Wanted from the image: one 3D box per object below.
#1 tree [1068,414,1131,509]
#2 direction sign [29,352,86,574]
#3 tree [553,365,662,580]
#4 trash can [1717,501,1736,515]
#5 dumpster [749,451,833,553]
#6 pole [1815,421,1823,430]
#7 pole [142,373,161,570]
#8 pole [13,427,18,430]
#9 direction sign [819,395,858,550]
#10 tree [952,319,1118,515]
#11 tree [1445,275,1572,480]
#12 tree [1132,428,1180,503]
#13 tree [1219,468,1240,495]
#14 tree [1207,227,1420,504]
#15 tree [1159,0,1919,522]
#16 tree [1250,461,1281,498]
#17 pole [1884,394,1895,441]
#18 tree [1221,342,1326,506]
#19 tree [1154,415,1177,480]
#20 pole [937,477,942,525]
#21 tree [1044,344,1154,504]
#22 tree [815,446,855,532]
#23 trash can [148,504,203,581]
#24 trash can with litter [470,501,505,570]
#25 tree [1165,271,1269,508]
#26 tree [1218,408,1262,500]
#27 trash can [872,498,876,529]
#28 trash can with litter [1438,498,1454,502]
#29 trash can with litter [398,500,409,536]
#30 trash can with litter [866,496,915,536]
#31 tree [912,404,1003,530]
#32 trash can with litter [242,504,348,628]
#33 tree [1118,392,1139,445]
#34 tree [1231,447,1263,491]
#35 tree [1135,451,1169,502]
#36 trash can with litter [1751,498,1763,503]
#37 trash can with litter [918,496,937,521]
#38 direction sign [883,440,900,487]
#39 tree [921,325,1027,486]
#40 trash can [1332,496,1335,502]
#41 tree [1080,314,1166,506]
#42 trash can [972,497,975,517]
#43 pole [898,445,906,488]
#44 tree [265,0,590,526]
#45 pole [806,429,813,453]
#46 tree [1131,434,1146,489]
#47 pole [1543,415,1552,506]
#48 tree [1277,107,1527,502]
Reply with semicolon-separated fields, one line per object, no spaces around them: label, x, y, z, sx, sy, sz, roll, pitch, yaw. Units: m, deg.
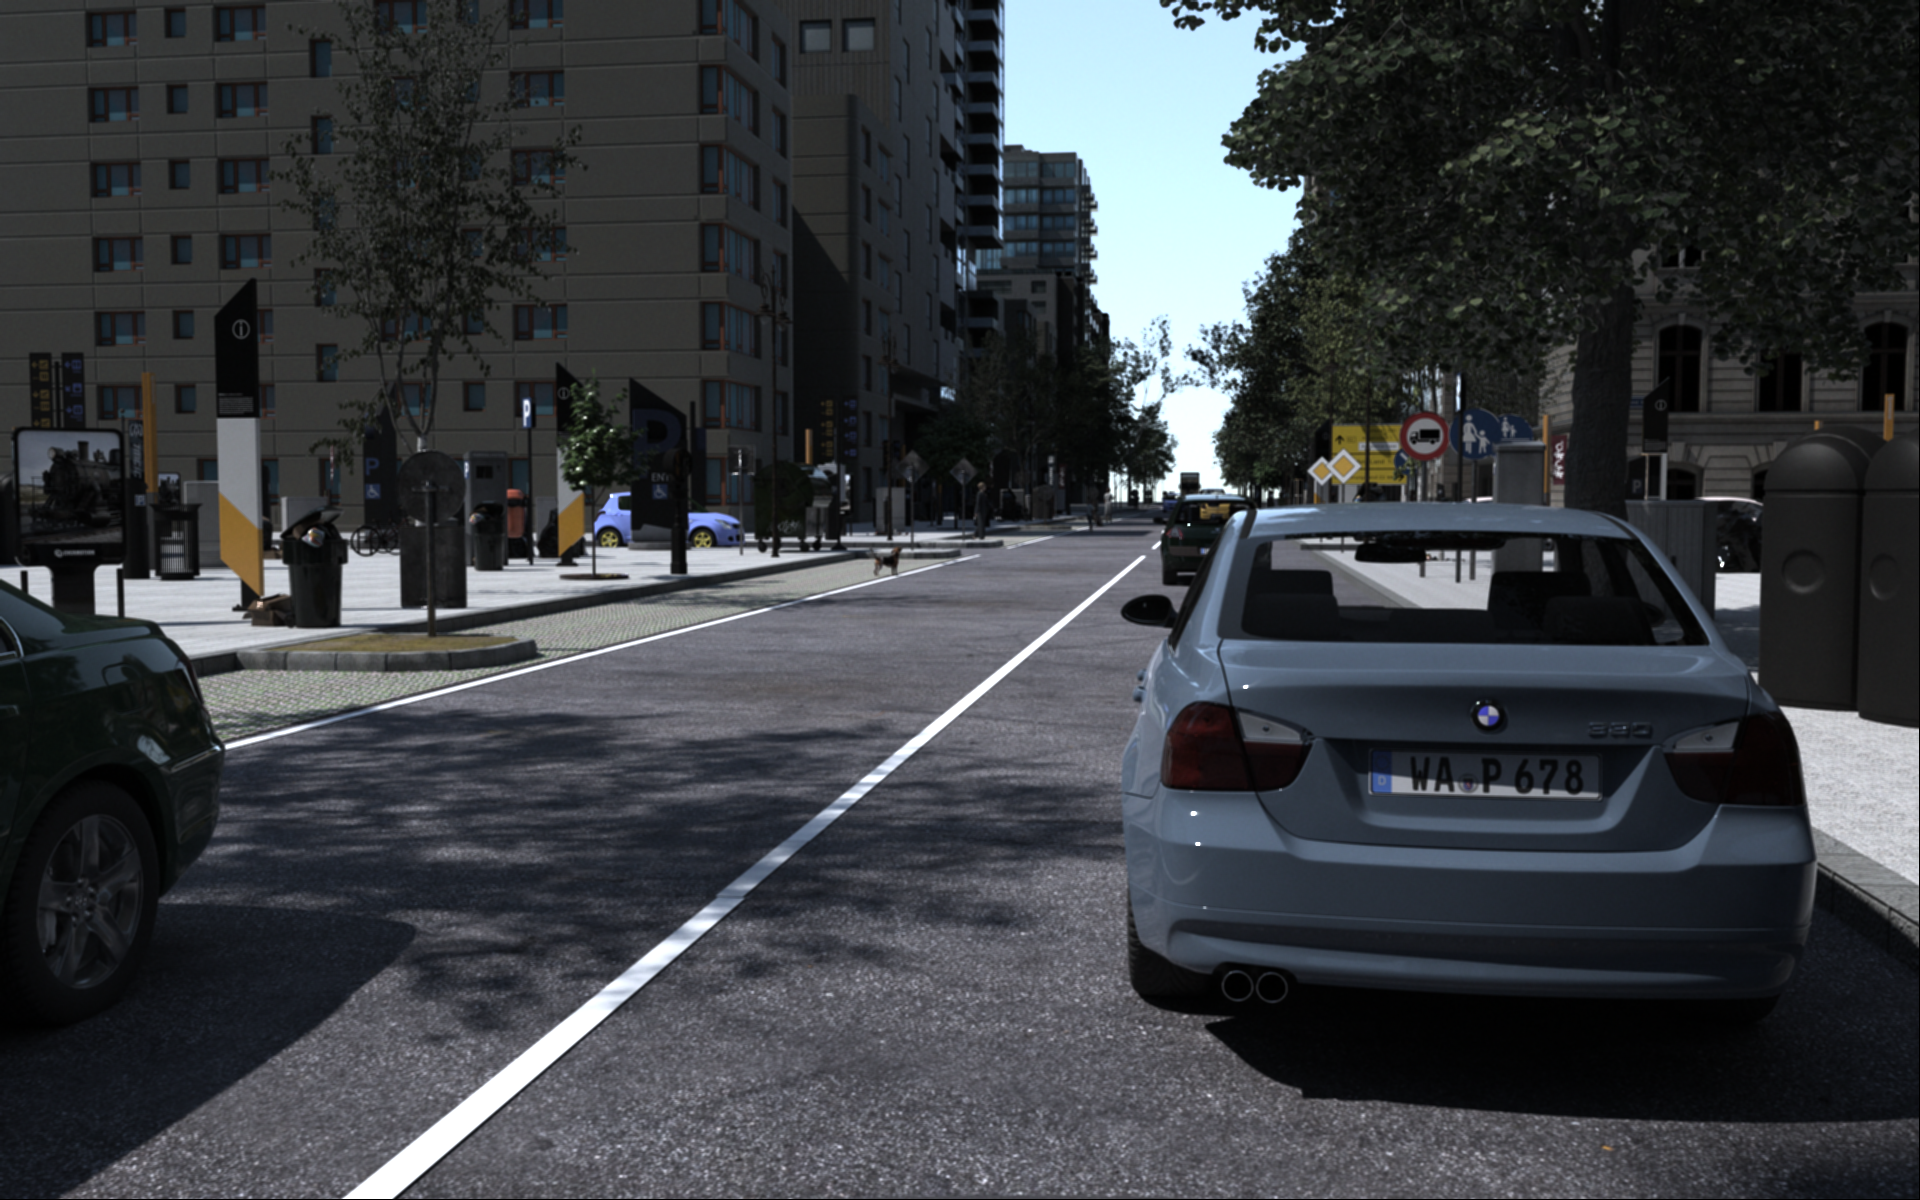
tree;10.777;-11.591;139.882;4.737;8.622;4.395;0;3;0
direction sign;-14.450;-2.190;27.802;0.876;3.537;0.379;0;4;3
tree;-5.557;-1.924;26.065;1.663;3.219;1.824;0;3;0
trash can;16.050;-1.537;36.776;0.748;1.137;0.748;0;3;0
dumpster;-3.776;-2.209;38.619;1.502;2.255;1.985;1;4;8
pole;23.870;-3.326;48.226;0.158;3.312;0.155;0;3;0
pole;-13.630;-2.162;29.189;0.158;3.312;0.155;0;3;0
pole;-28.684;-3.601;52.720;0.158;3.312;0.155;0;3;0
direction sign;-2.786;-2.921;39.756;0.876;3.537;0.379;0;4;3
tree;3.492;-9.602;91.405;8.767;10.594;7.601;1;4;10
tree;17.197;-6.393;54.881;4.360;8.622;3.978;0;3;0
tree;29.346;-20.649;263.368;9.928;11.665;9.643;0;3;0
tree;43.986;-21.530;270.140;7.486;12.596;7.792;0;3;0
tree;15.069;-9.565;73.401;9.611;12.733;9.660;0;3;0
tree;5.375;-6.589;14.386;9.857;13.997;8.962;0;3;0
tree;23.523;-8.987;130.643;4.285;4.588;4.351;0;3;0
pole;18.947;-2.541;35.394;0.158;3.312;0.155;0;3;0
tree;19.407;-10.420;104.784;8.767;10.594;7.601;3;4;37
tree;23.677;-18.501;220.622;7.486;12.596;7.792;0;3;0
pole;-0.849;-4.725;71.091;0.158;3.312;0.155;0;3;0
tree;9.954;-13.055;131.575;7.486;12.596;7.792;0;3;0
tree;-4.600;-3.965;59.433;1.663;3.219;1.824;0;3;0
trash can;-11.692;-0.868;25.851;0.748;1.137;0.748;0;3;0
trash can with litter;-8.035;-1.089;29.198;0.624;1.170;1.055;-2;4;-26
tree;25.076;-17.978;149.832;12.611;20.169;13.585;0;3;0
tree;31.493;-15.864;185.128;9.928;11.665;9.643;0;3;0
trash can;-2.887;-3.185;63.733;0.748;1.137;0.748;0;3;0
trash can with litter;13.545;-2.303;49.038;0.624;1.170;1.055;-1;4;-11
trash can with litter;-16.482;-2.376;50.234;0.624;1.170;1.055;3;5;42
trash can with litter;-2.091;-2.641;54.235;1.678;1.210;2.233;1;4;8
tree;-0.076;-4.847;62.969;4.285;4.588;4.351;0;3;0
trash can with litter;-6.456;-0.327;16.727;1.055;1.170;0.624;1;4;18
tree;6.615;-10.445;105.186;8.767;10.594;7.601;0;4;-2
tree;23.955;-11.612;140.222;4.360;8.622;3.978;0;3;0
tree;30.655;-19.594;270.718;4.360;8.622;3.978;0;3;0
trash can with litter;20.775;-2.023;44.458;0.624;1.170;1.055;-2;4;-28
trash can with litter;-1.477;-4.304;81.761;0.624;1.170;1.055;3;5;40
direction sign;-2.871;-4.937;72.717;0.876;3.537;0.379;-3;5;-41
tree;0.767;-7.631;75.135;4.360;8.622;3.978;0;3;0
trash can;23.122;-5.829;106.964;0.748;1.137;0.748;0;3;0
tree;19.083;-19.936;181.835;12.611;20.169;13.585;0;3;0
trash can;1.018;-5.193;96.551;0.748;1.137;0.748;0;3;0
pole;-2.344;-4.745;71.419;0.158;3.312;0.155;0;3;0
tree;-6.874;-4.388;22.105;4.360;8.622;3.978;0;3;0
pole;-4.743;-3.712;54.533;0.158;3.312;0.155;0;3;0
tree;13.829;-12.325;151.880;4.737;8.622;4.395;0;3;0
pole;15.156;-3.115;44.767;0.158;3.312;0.155;0;3;0
tree;8.122;-4.944;31.190;4.737;8.622;4.395;0;3;0
